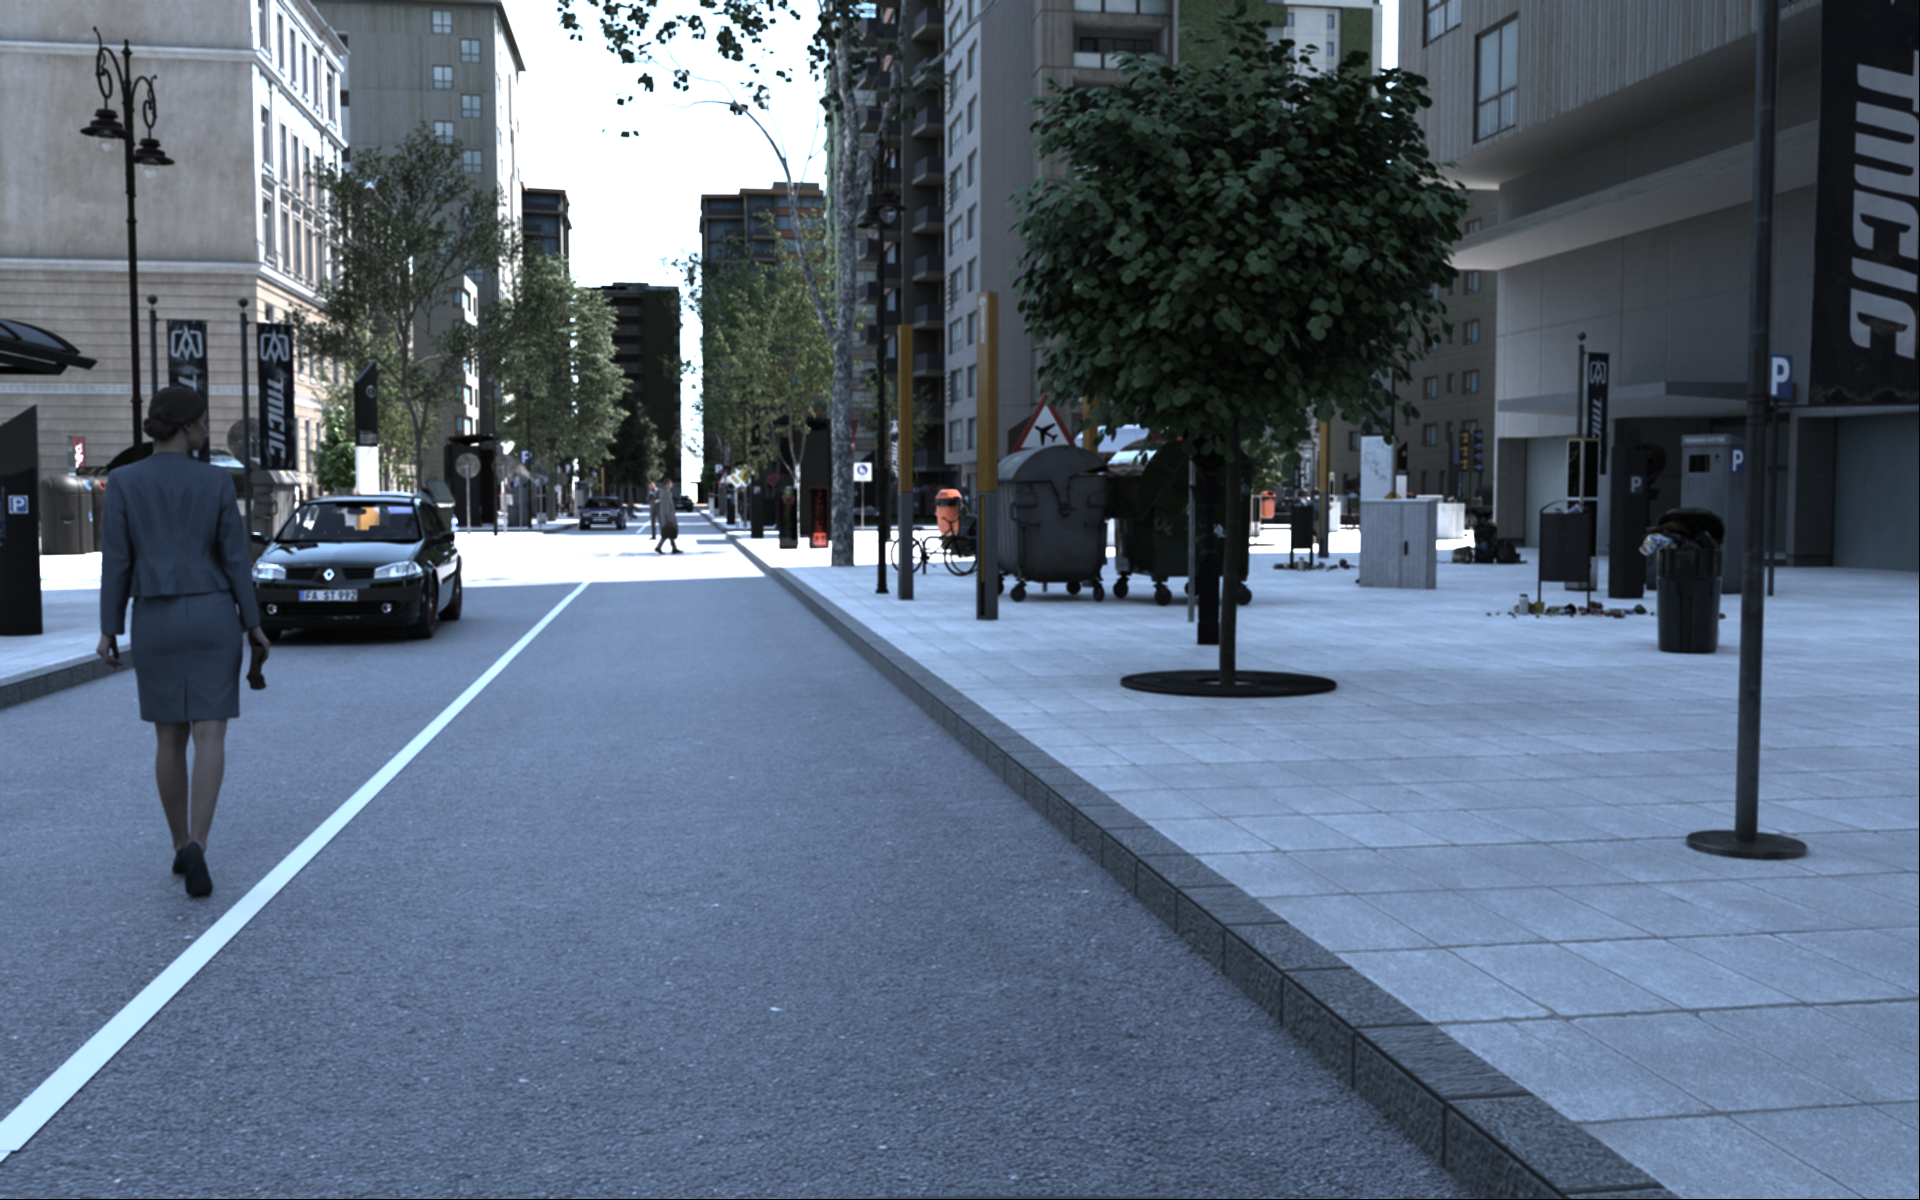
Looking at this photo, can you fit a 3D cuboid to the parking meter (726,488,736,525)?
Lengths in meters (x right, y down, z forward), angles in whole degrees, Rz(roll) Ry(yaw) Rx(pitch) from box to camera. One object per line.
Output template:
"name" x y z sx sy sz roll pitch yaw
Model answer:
"parking meter" -9.587 -3.921 72.515 0.372 1.533 0.369 0 3 0

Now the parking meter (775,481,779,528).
"parking meter" -6.797 -3.666 65.651 0.399 1.863 0.255 -1 4 -19

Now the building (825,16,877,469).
"building" -4.258 -28.727 153.275 14.154 41.232 14.086 -1 4 -9

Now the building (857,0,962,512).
"building" 4.548 -28.383 118.693 22.147 44.769 28.867 -1 4 -9

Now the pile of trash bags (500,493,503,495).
"pile of trash bags" -33.060 -7.204 127.538 1.912 1.369 3.447 -3 5 -40

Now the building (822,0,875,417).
"building" -6.242 -53.623 189.401 22.319 86.520 31.000 -1 4 -9

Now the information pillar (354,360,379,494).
"information pillar" -10.331 -2.376 30.206 0.183 3.616 0.504 2 4 24

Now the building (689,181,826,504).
"building" -23.906 -36.123 245.232 28.867 44.769 22.147 -1 4 -9

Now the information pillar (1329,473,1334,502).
"information pillar" 12.681 -3.378 59.721 0.304 2.012 0.304 3 5 42

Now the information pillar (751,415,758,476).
"information pillar" -6.029 -3.646 50.959 0.183 3.616 0.504 0 4 8

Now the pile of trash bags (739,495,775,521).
"pile of trash bags" -9.767 -4.542 84.014 1.912 1.369 3.447 -1 4 -8

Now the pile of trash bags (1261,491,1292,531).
"pile of trash bags" 9.315 -2.998 58.768 3.447 1.369 1.912 -2 4 -30

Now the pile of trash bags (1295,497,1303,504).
"pile of trash bags" 13.982 -4.160 77.765 1.912 1.369 3.447 -3 4 -38

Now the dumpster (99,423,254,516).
"dumpster" -10.516 -1.272 23.298 1.502 2.255 1.985 -1 4 -9

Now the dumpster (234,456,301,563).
"dumpster" -11.201 -1.314 27.242 1.264 1.857 1.865 -1 4 -9

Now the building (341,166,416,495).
"building" -41.916 -17.672 108.018 14.460 24.649 34.723 -1 4 -9

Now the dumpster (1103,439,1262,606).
"dumpster" 2.607 -1.110 20.637 1.502 2.255 1.985 -1 4 -9

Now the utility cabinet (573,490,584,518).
"utility cabinet" -20.260 -5.098 92.038 0.318 1.500 1.173 -2 4 -24

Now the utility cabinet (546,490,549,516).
"utility cabinet" -24.368 -5.708 102.007 0.318 1.500 1.173 0 4 4

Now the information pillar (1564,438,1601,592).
"information pillar" 8.232 -1.127 22.911 0.304 2.012 0.304 -1 4 -21

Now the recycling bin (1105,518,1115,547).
"recycling bin" 3.845 -1.804 42.048 0.722 1.027 0.722 -2 4 -35

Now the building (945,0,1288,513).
"building" 7.081 -24.554 85.058 14.086 41.232 14.154 -1 4 -9

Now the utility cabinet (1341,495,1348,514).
"utility cabinet" 22.523 -5.537 101.687 1.020 1.237 0.306 2 4 29

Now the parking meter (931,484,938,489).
"parking meter" -1.438 -5.608 97.401 0.255 1.863 0.399 -2 4 -32

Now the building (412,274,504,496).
"building" -54.908 -18.567 148.616 27.650 21.520 28.899 -1 4 -9

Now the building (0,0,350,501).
"building" -37.068 -18.037 80.815 13.634 28.700 20.117 -1 4 -9

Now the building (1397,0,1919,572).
"building" 25.730 -26.949 29.858 28.713 52.752 27.495 -1 4 -9

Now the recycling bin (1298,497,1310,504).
"recycling bin" 25.399 -7.058 127.948 0.722 1.027 0.722 2 4 24

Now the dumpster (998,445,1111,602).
"dumpster" 1.085 -0.949 21.279 1.264 1.857 1.865 -1 4 -9

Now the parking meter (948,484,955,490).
"parking meter" -0.536 -5.903 102.218 0.255 1.863 0.399 -3 5 -44

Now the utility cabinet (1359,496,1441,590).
"utility cabinet" 5.975 -0.764 23.646 1.020 1.237 0.306 3 5 41

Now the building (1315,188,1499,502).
"building" 38.669 -15.372 96.378 28.899 21.520 27.650 -1 4 -9

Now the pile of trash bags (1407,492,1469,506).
"pile of trash bags" 22.753 -4.448 82.471 3.447 1.369 1.912 2 4 30

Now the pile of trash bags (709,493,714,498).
"pile of trash bags" -18.818 -7.703 135.701 1.912 1.369 3.447 1 4 15

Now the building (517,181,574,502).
"building" -67.971 -35.653 237.548 28.867 44.769 22.147 -1 4 -9

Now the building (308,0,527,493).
"building" -60.988 -36.381 184.065 27.495 52.752 28.713 -1 4 -9

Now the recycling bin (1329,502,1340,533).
"recycling bin" 12.227 -2.747 57.471 0.722 1.027 0.722 1 4 16

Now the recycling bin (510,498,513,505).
"recycling bin" -29.345 -6.247 114.699 0.722 1.027 0.722 0 4 -1

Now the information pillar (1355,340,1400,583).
"information pillar" 5.952 -2.043 24.762 0.504 3.616 0.183 3 5 40

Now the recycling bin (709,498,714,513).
"recycling bin" -16.908 -6.572 120.009 0.722 1.027 0.722 -3 5 -43

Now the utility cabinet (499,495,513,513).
"utility cabinet" -31.069 -6.587 118.852 1.020 1.237 0.306 1 4 12

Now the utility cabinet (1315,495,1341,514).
"utility cabinet" 14.916 -3.632 70.542 0.306 1.237 1.020 -2 4 -32

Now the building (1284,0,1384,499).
"building" 32.193 -40.360 201.884 28.212 58.520 21.231 -1 4 -9

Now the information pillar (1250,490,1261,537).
"information pillar" 8.736 -2.868 51.385 0.304 2.012 0.304 -1 4 -11

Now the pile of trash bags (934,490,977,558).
"pile of trash bags" 0.602 -1.619 36.227 1.912 1.369 3.447 2 4 35

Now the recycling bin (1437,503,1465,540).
"recycling bin" 13.674 -2.209 48.670 0.722 1.027 0.722 -3 4 -37

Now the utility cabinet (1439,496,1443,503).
"utility cabinet" 18.808 -3.559 69.349 1.020 1.237 0.306 1 4 10

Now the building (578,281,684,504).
"building" -45.366 -28.565 238.742 14.107 30.474 14.160 -1 4 -9
